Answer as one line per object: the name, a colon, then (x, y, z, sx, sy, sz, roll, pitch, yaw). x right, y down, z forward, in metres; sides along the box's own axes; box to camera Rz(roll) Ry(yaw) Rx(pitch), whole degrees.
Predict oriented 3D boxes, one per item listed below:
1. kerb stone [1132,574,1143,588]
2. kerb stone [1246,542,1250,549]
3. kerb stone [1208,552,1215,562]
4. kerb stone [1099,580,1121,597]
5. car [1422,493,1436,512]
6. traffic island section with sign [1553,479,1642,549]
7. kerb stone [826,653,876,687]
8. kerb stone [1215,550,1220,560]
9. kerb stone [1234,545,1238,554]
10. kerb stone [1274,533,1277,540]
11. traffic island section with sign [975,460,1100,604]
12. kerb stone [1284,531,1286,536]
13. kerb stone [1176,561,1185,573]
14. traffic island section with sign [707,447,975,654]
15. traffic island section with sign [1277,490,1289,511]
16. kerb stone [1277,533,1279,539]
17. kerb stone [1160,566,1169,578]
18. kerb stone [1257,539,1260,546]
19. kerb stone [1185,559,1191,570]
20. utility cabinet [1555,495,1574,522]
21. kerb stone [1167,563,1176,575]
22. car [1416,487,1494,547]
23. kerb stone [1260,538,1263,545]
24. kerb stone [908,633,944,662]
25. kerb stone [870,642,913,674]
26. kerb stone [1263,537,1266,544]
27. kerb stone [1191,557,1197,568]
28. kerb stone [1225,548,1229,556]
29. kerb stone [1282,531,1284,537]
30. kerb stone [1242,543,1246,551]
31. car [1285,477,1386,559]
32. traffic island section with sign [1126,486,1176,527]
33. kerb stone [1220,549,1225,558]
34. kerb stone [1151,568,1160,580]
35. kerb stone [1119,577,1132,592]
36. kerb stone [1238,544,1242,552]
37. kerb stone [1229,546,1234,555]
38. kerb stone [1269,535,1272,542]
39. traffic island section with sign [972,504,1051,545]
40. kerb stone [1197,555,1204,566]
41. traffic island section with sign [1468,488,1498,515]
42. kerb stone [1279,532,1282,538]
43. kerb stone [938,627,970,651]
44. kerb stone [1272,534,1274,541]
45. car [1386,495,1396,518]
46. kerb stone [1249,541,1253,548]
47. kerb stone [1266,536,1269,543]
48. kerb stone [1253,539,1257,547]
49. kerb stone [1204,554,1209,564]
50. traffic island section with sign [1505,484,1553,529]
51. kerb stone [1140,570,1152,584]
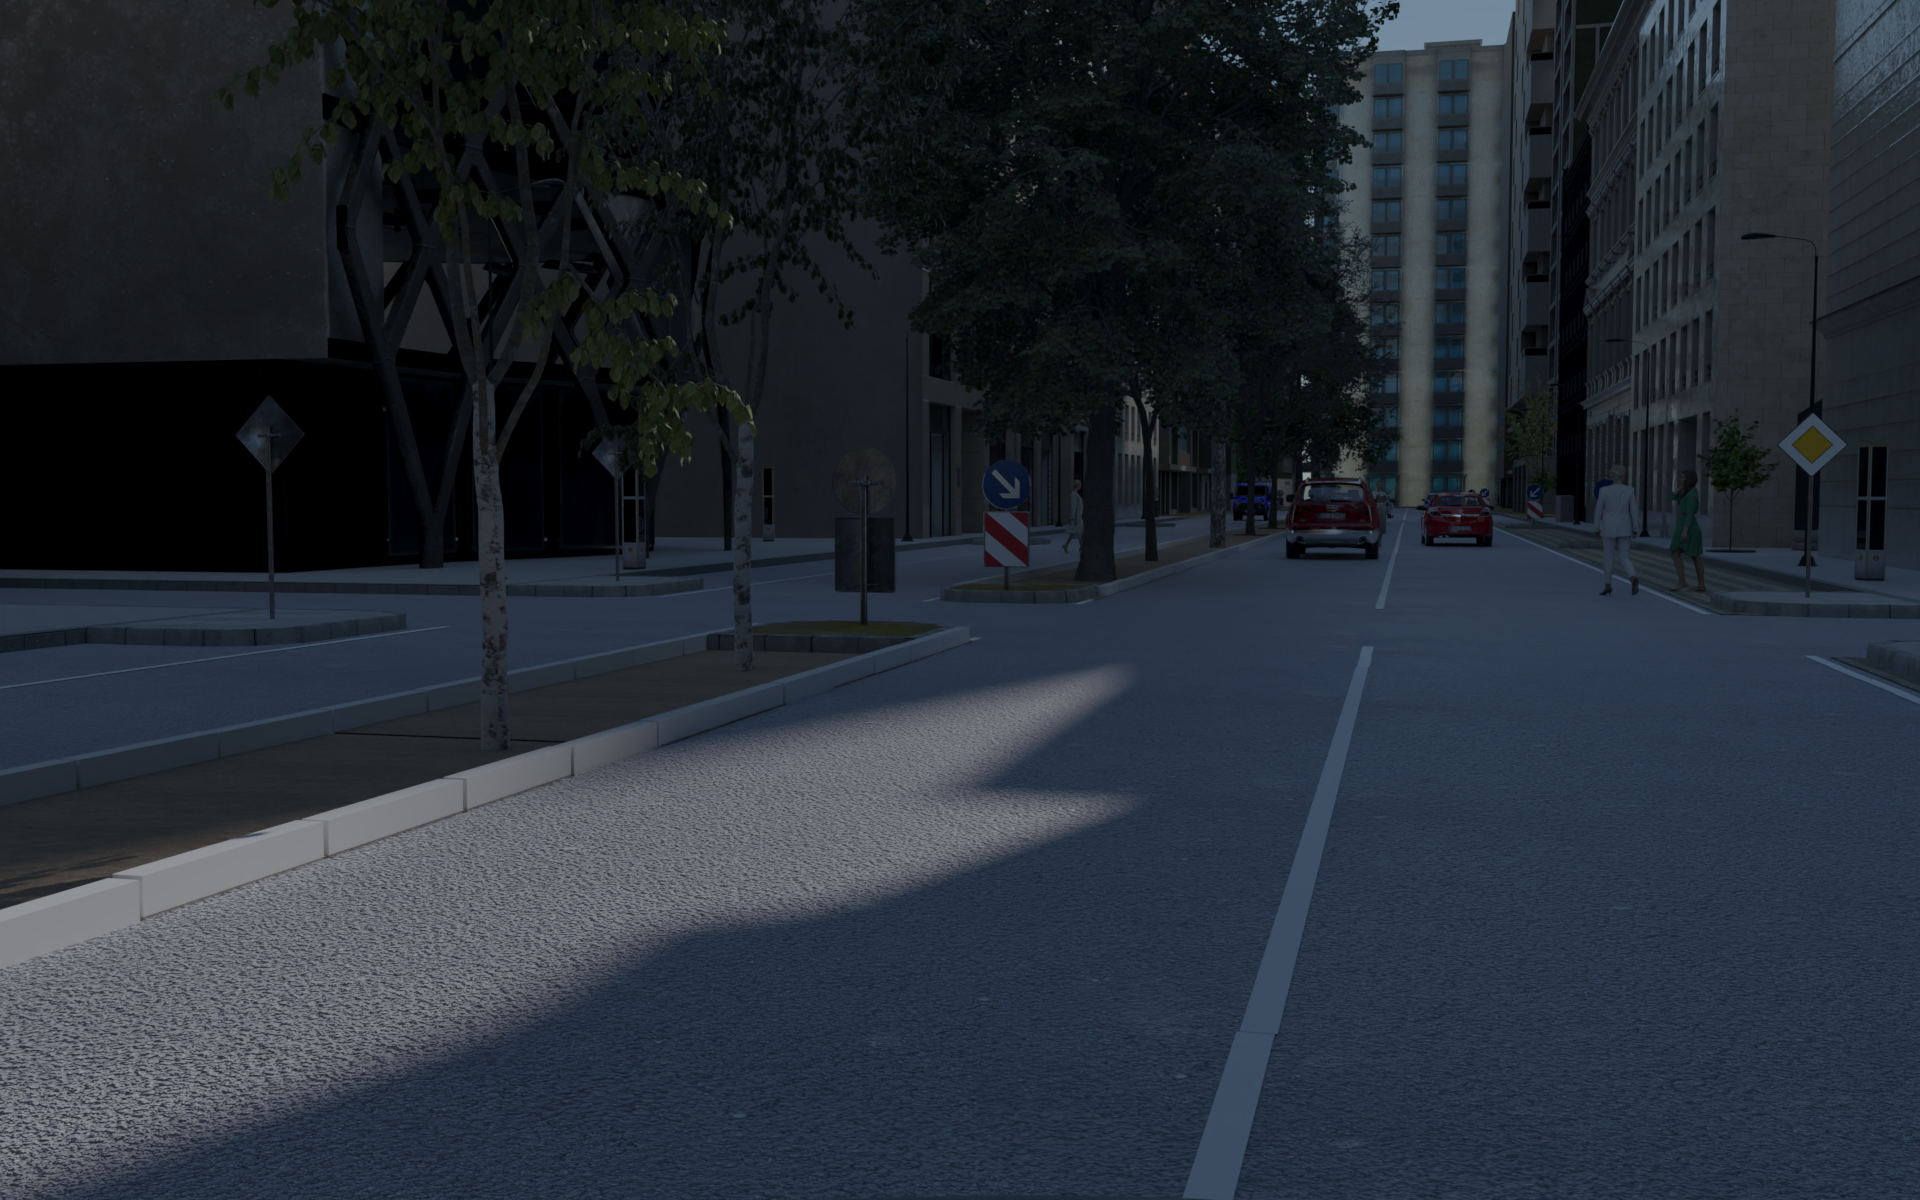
kerb stone: (2.640, -0.266, 26.698, 0.120, 0.150, 1.000, 1, 4, 15)
kerb stone: (7.283, -1.362, 44.533, 0.120, 0.150, 1.000, 1, 4, 15)
kerb stone: (5.218, -0.882, 36.611, 0.120, 0.150, 1.000, 1, 4, 15)
kerb stone: (2.118, -0.150, 24.705, 0.120, 0.150, 1.000, 1, 4, 15)
car: (31.764, -6.472, 115.414, 1.945, 1.707, 3.694, 1, 4, 14)
traffic island section with sign: (16.848, -2.266, 45.672, 1.989, 1.847, 2.006, 1, 4, 15)
kerb stone: (-0.868, 0.548, 13.267, 0.120, 0.150, 1.000, 1, 4, 15)
kerb stone: (5.480, -0.943, 37.606, 0.120, 0.150, 1.000, 1, 4, 15)
kerb stone: (6.512, -1.184, 41.564, 0.120, 0.150, 1.000, 1, 4, 15)
kerb stone: (9.611, -1.913, 53.472, 0.120, 0.150, 1.000, 1, 4, 15)
traffic island section with sign: (0.779, -0.947, 23.625, 2.006, 1.907, 1.989, 1, 4, 15)
kerb stone: (10.645, -2.151, 57.447, 0.120, 0.150, 1.000, 1, 4, 15)
kerb stone: (3.936, -0.576, 31.653, 0.120, 0.150, 1.000, 1, 4, 15)
traffic island section with sign: (-1.098, -0.509, 16.459, 2.006, 1.907, 1.989, 1, 4, 15)
traffic island section with sign: (27.840, -8.672, 150.411, 1.989, 1.847, 2.006, 1, 4, 15)
kerb stone: (9.868, -1.973, 54.462, 0.120, 0.150, 1.000, 1, 4, 15)
kerb stone: (3.408, -0.455, 29.672, 0.120, 0.150, 1.000, 1, 4, 15)
kerb stone: (8.059, -1.544, 47.519, 0.120, 0.150, 1.000, 1, 4, 15)
kerb stone: (4.183, -0.639, 32.645, 0.120, 0.150, 1.000, 1, 4, 15)
utility cabinet: (27.684, -4.165, 79.267, 1.020, 1.237, 0.306, -3, 4, -37)
kerb stone: (3.662, -0.518, 30.668, 0.120, 0.150, 1.000, 1, 4, 15)
car: (13.979, -2.434, 48.831, 2.155, 1.783, 4.494, 1, 4, 13)
kerb stone: (8.316, -1.609, 48.508, 0.120, 0.150, 1.000, 1, 4, 15)
kerb stone: (-0.348, 0.427, 15.246, 0.120, 0.150, 1.000, 1, 4, 15)
kerb stone: (-0.607, 0.486, 14.255, 0.120, 0.150, 1.000, 1, 4, 15)
kerb stone: (8.581, -1.666, 49.506, 0.120, 0.150, 1.000, 1, 4, 15)
kerb stone: (4.442, -0.696, 33.634, 0.120, 0.150, 1.000, 1, 4, 15)
kerb stone: (5.990, -1.064, 39.586, 0.120, 0.150, 1.000, 1, 4, 15)
kerb stone: (10.387, -2.095, 56.455, 0.120, 0.150, 1.000, 1, 4, 15)
kerb stone: (7.031, -1.306, 43.542, 0.120, 0.150, 1.000, 1, 4, 15)
car: (8.617, -1.907, 39.846, 2.281, 1.827, 5.304, 1, 4, 14)
traffic island section with sign: (8.383, -4.105, 75.744, 1.989, 1.847, 2.006, 1, 4, 15)
kerb stone: (5.736, -1.003, 38.596, 0.120, 0.150, 1.000, 1, 4, 15)
kerb stone: (3.143, -0.397, 28.685, 0.120, 0.150, 1.000, 1, 4, 15)
kerb stone: (2.377, -0.214, 25.702, 0.120, 0.150, 1.000, 1, 4, 15)
kerb stone: (6.767, -1.245, 42.554, 0.120, 0.150, 1.000, 1, 4, 15)
kerb stone: (6.256, -1.123, 40.574, 0.120, 0.150, 1.000, 1, 4, 15)
kerb stone: (9.093, -1.790, 51.486, 0.120, 0.150, 1.000, 1, 4, 15)
traffic island section with sign: (1.530, -2.497, 49.451, 1.989, 1.847, 2.006, 1, 4, 15)
kerb stone: (4.700, -0.761, 34.633, 0.120, 0.150, 1.000, 1, 4, 15)
traffic island section with sign: (36.269, -6.827, 120.242, 1.989, 1.847, 2.006, 1, 4, 15)
kerb stone: (10.126, -2.033, 55.463, 0.120, 0.150, 1.000, 1, 4, 15)
kerb stone: (-0.092, 0.365, 16.235, 0.120, 0.150, 1.000, 1, 4, 15)
kerb stone: (9.353, -1.846, 52.475, 0.120, 0.150, 1.000, 1, 4, 15)
car: (25.018, -5.605, 103.637, 2.014, 1.417, 4.499, 1, 4, 16)
kerb stone: (7.537, -1.426, 45.533, 0.120, 0.150, 1.000, 1, 4, 15)
kerb stone: (8.840, -1.729, 50.495, 0.120, 0.150, 1.000, 1, 4, 15)
kerb stone: (7.802, -1.488, 46.526, 0.120, 0.150, 1.000, 1, 4, 15)
kerb stone: (4.957, -0.818, 35.623, 0.120, 0.150, 1.000, 1, 4, 15)
traffic island section with sign: (23.644, -3.861, 71.760, 1.989, 1.847, 2.006, 1, 4, 15)
kerb stone: (2.900, -0.336, 27.687, 0.120, 0.150, 1.000, 1, 4, 15)
